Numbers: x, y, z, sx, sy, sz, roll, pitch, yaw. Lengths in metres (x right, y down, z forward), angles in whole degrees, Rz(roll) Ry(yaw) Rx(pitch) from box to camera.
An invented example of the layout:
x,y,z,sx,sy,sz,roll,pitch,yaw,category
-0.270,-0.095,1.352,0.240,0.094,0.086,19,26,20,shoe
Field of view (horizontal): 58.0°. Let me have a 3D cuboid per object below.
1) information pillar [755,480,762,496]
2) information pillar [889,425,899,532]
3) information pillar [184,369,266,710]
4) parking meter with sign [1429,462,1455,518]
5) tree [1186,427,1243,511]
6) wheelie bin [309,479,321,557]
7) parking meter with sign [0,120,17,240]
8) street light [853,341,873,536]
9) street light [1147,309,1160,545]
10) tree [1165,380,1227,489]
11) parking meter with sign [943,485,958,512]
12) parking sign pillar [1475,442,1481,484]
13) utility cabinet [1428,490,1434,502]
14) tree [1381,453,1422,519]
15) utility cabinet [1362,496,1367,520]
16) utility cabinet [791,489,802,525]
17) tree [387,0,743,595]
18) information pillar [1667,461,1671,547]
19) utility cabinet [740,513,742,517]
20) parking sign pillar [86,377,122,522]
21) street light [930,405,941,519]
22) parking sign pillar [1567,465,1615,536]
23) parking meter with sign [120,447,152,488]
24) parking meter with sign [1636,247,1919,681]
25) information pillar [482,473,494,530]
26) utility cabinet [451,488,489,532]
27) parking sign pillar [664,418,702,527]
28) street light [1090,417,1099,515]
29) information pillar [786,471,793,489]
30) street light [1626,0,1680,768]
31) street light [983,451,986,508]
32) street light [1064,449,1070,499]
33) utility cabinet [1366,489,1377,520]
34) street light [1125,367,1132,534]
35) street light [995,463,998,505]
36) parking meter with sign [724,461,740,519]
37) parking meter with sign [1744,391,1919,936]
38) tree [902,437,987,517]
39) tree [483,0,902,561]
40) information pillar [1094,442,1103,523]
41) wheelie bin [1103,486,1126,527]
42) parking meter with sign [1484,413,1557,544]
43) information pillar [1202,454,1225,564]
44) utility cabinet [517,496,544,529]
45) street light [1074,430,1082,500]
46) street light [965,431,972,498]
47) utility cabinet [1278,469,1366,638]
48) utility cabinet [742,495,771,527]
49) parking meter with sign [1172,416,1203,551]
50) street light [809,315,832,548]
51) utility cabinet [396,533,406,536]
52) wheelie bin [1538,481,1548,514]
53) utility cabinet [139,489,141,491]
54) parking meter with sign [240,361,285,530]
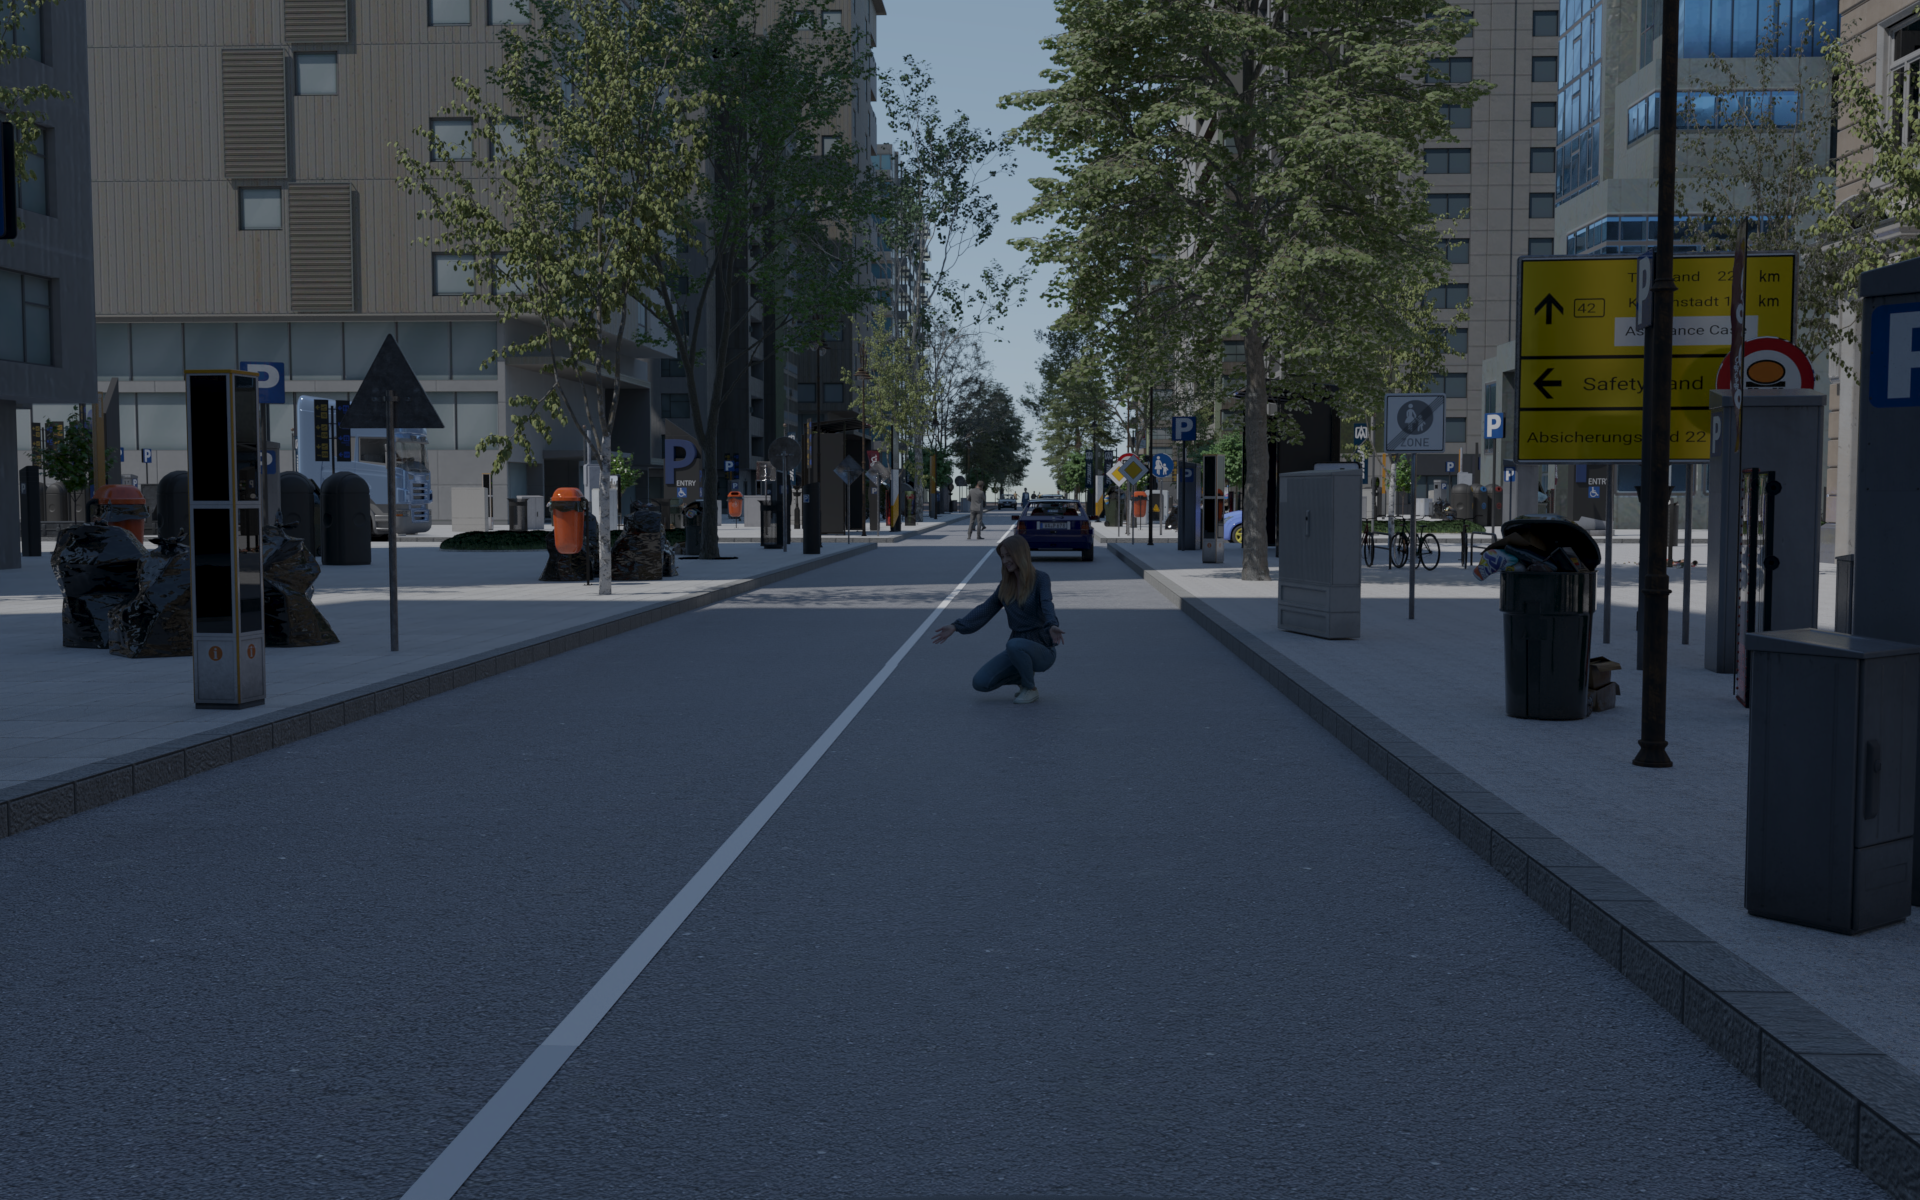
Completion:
x,y,z,sx,sy,sz,roll,pitch,yaw,category
-10.369,-5.179,89.175,0.304,2.012,0.304,-1,4,-9,information pillar
-2.216,-4.119,58.699,0.183,3.616,0.504,1,4,20,information pillar
-4.400,-0.360,10.386,0.304,2.012,0.304,1,4,8,information pillar
26.029,-5.966,93.808,0.543,3.016,1.738,-1,4,-19,parking meter with sign
13.191,-6.021,82.153,4.285,4.588,4.351,0,3,0,tree
-13.361,-1.691,35.549,0.693,1.594,0.980,-3,4,-38,wheelie bin
-4.839,-0.680,7.380,0.543,3.016,1.738,1,4,10,parking meter with sign
-2.916,-4.873,52.466,0.468,5.910,1.993,0,4,3,street light
4.778,-4.310,43.254,0.468,5.910,1.993,0,4,3,street light
14.646,-9.613,107.531,4.737,8.622,4.395,0,3,0,tree
-1.010,-7.877,125.047,1.738,3.016,0.543,-2,4,-34,parking meter with sign
27.288,-6.271,91.007,1.447,3.967,1.447,1,4,18,parking sign pillar
28.332,-5.779,103.163,0.318,1.500,1.173,-1,4,-16,utility cabinet
19.133,-4.878,74.350,1.663,3.219,1.824,0,3,0,tree
13.489,-2.971,59.744,1.020,1.237,0.306,0,4,-8,utility cabinet
-6.906,-3.849,71.614,1.173,1.500,0.318,0,4,7,utility cabinet
-4.716,-4.383,22.028,4.737,8.622,4.395,0,3,0,tree
17.176,-3.106,42.143,0.183,3.616,0.504,3,5,41,information pillar
-12.545,-5.255,97.085,1.020,1.237,0.306,2,4,31,utility cabinet
-19.475,-3.117,39.432,1.447,3.967,1.447,-1,4,-14,parking sign pillar
-1.214,-7.028,87.694,0.468,5.910,1.993,0,4,3,street light
19.377,-3.956,53.156,1.447,3.967,1.447,0,4,-4,parking sign pillar
-32.000,-4.299,66.545,1.738,3.016,0.543,0,4,6,parking meter with sign
5.780,-0.987,12.392,1.738,3.016,0.543,1,4,10,parking meter with sign
-16.742,-3.482,61.415,0.304,2.012,0.304,0,4,1,information pillar
-16.541,-3.046,58.480,1.173,1.500,0.318,0,4,8,utility cabinet
-9.832,-4.465,61.477,1.447,3.967,1.447,0,4,6,parking sign pillar
7.011,-7.201,90.526,0.468,5.910,1.993,0,4,3,street light
-8.530,-5.838,86.798,0.183,3.616,0.504,-3,4,-38,information pillar
3.277,-2.155,8.017,0.468,5.910,1.993,0,4,3,street light
2.294,-11.712,164.271,0.468,5.910,1.993,0,4,3,street light
10.521,-11.867,166.816,0.468,5.910,1.993,0,4,3,street light
18.515,-4.330,79.472,1.173,1.500,0.318,1,4,8,utility cabinet
5.373,-5.046,55.296,0.468,5.910,1.993,0,4,3,street light
4.669,-14.656,212.407,0.468,5.910,1.993,0,4,3,street light
-11.775,-5.727,89.894,0.543,3.016,1.738,-1,4,-22,parking meter with sign
3.197,-0.566,5.523,1.738,3.016,0.543,-2,4,-35,parking meter with sign
-1.672,-7.048,98.943,4.285,4.588,4.351,0,3,0,tree
-4.985,-6.592,33.535,9.928,11.665,9.643,0,3,0,tree
6.278,-5.307,78.121,0.183,3.616,0.504,3,4,36,information pillar
6.080,-3.664,67.818,0.693,1.594,0.980,3,5,40,wheelie bin
12.220,-2.532,37.656,1.738,3.016,0.543,-2,4,-28,parking meter with sign
4.691,-1.685,32.049,0.304,2.012,0.304,3,4,38,information pillar
-15.518,-3.147,62.622,0.306,1.237,1.020,2,4,35,utility cabinet
8.908,-9.712,131.584,0.468,5.910,1.993,0,4,3,street light
0.675,-9.551,128.939,0.468,5.910,1.993,0,4,3,street light
3.240,-0.430,15.702,0.318,1.500,1.173,-1,4,-12,utility cabinet
-7.914,-3.456,67.667,1.020,1.237,0.306,0,4,-5,utility cabinet
5.286,-2.657,39.708,0.543,3.016,1.738,1,4,18,parking meter with sign
-3.378,-4.196,41.394,0.468,5.910,1.993,0,4,3,street light
-17.350,-2.692,52.687,1.173,1.500,0.318,2,4,35,utility cabinet
13.478,-2.026,41.035,0.693,1.594,0.980,-2,4,-35,wheelie bin
-32.861,-3.720,69.501,0.318,1.500,1.173,1,4,22,utility cabinet
-9.490,-1.677,23.674,0.543,3.016,1.738,-1,4,-21,parking meter with sign
